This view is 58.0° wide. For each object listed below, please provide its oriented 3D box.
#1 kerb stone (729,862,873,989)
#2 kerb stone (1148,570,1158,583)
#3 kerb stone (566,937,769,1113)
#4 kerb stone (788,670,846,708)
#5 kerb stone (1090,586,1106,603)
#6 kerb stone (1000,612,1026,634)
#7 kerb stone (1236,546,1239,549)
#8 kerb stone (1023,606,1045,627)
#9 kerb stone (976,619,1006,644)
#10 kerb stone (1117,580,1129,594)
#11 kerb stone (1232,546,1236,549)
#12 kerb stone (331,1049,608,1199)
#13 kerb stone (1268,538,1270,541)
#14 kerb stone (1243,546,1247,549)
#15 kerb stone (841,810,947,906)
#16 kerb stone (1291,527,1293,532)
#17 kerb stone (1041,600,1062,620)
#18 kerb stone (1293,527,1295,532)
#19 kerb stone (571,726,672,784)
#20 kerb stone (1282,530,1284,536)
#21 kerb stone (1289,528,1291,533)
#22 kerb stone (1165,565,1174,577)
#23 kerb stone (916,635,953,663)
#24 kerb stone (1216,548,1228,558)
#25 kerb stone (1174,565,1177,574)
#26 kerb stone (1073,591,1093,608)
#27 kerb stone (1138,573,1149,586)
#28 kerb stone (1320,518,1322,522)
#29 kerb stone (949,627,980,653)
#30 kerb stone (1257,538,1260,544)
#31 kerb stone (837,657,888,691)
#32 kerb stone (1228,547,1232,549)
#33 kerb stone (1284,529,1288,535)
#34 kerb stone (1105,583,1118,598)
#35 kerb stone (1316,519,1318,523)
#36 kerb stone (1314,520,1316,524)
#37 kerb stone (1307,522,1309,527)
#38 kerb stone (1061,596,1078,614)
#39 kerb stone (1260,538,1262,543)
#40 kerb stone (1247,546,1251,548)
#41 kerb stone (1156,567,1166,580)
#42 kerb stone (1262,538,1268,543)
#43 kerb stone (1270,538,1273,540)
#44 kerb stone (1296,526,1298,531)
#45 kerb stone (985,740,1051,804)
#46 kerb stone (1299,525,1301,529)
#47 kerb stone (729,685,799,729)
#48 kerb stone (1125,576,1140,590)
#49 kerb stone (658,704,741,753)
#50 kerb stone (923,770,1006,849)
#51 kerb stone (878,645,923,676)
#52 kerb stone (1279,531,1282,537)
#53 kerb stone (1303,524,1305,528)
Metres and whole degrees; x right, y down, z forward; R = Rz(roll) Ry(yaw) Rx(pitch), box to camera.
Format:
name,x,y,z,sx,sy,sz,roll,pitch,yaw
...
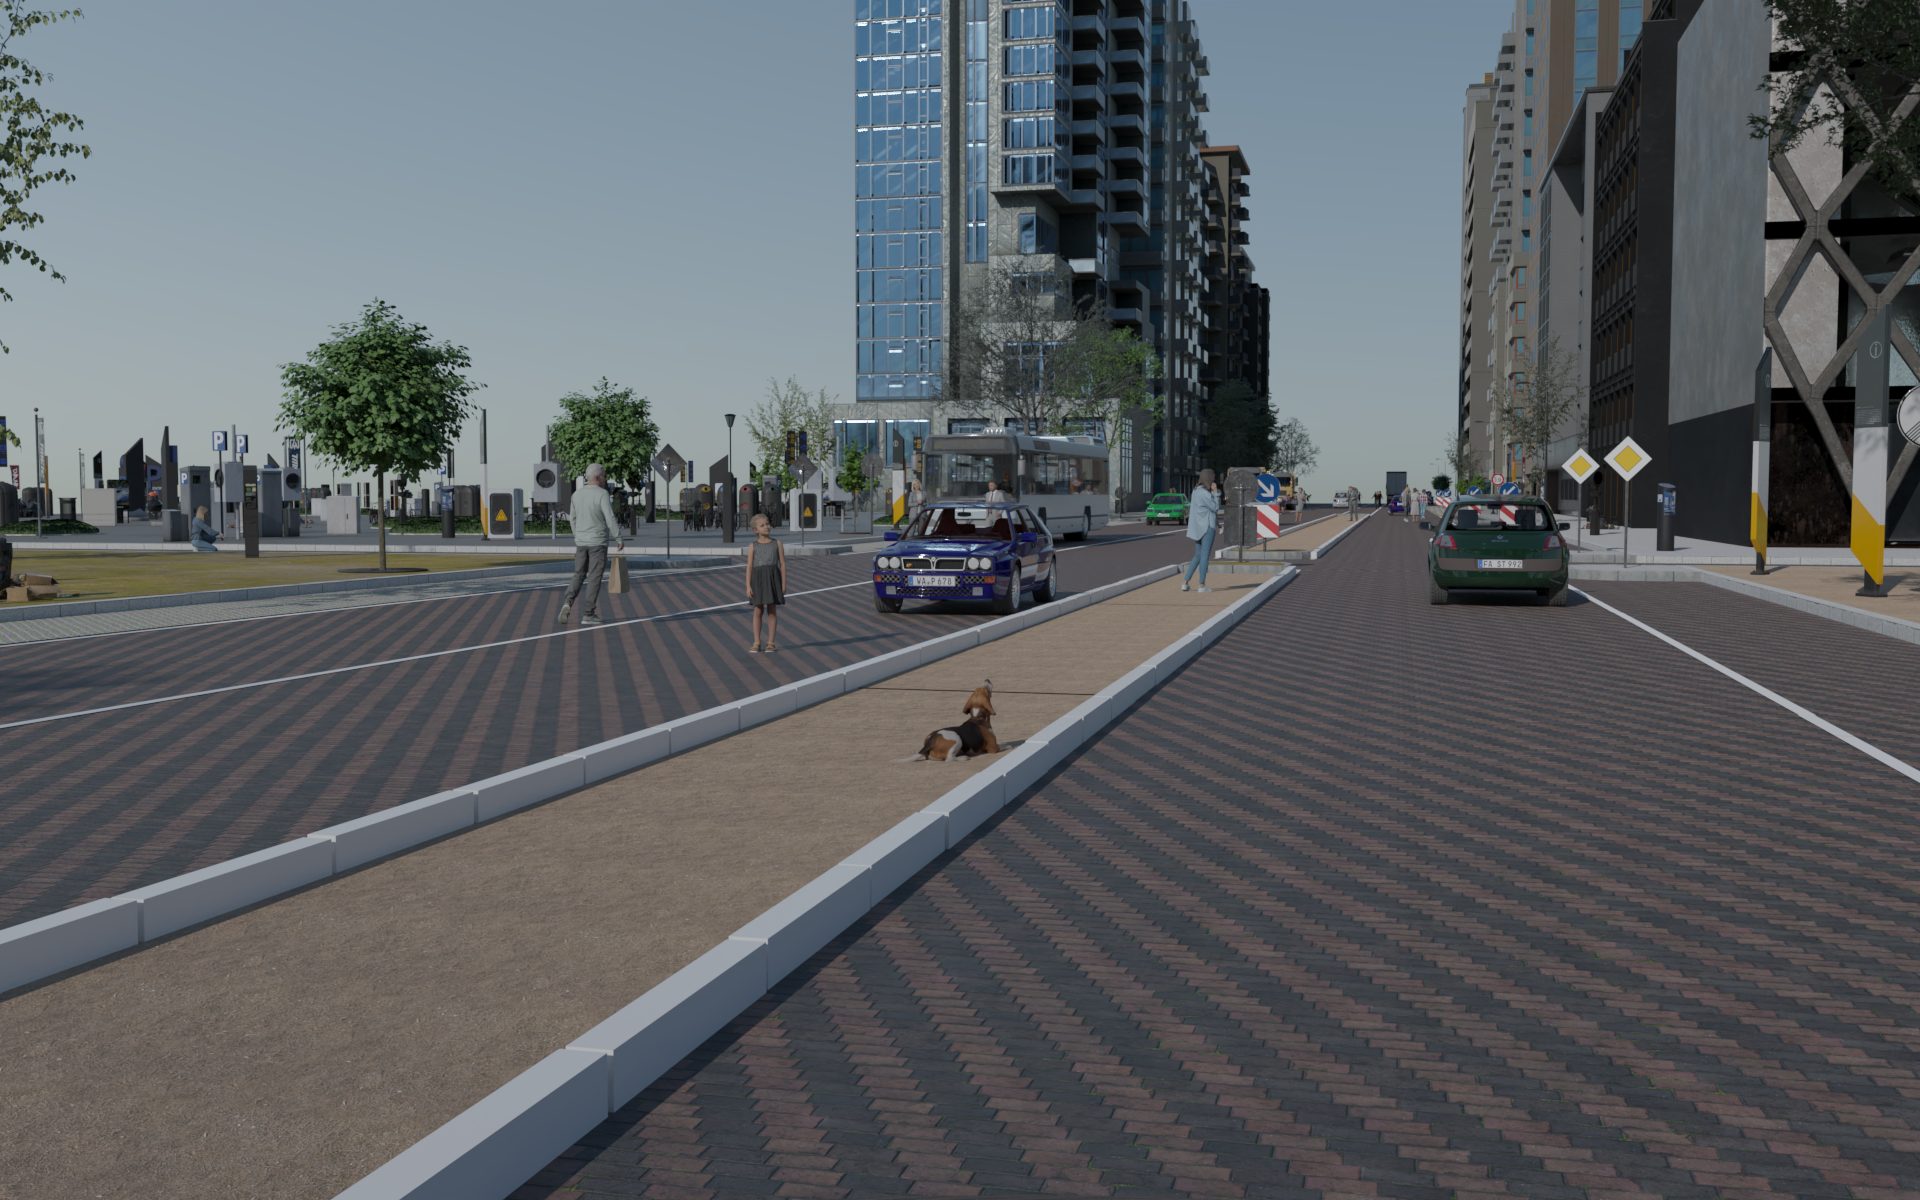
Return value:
name,x,y,z,sx,sy,sz,roll,pitch,yaw
kerb stone,-0.490,1.021,5.497,0.120,0.150,1.000,1,4,14
kerb stone,3.020,-0.343,27.893,0.120,0.150,1.000,1,4,14
kerb stone,-0.737,1.085,4.505,0.120,0.150,1.000,1,4,14
kerb stone,-1.017,0.625,11.976,0.120,0.150,1.000,1,4,14
kerb stone,1.756,-0.043,22.906,0.120,0.150,1.000,1,4,14
kerb stone,0.493,0.261,17.935,0.120,0.150,1.000,1,4,14
kerb stone,6.680,-1.227,42.321,0.120,0.150,1.000,1,4,14
kerb stone,0.747,0.202,18.926,0.120,0.150,1.000,1,4,14
kerb stone,0.254,0.321,16.939,0.120,0.150,1.000,1,4,14
kerb stone,2.261,-0.158,24.898,0.120,0.150,1.000,1,4,14
kerb stone,6.422,-1.170,41.326,0.120,0.150,1.000,1,4,14
kerb stone,-0.991,1.143,3.510,0.120,0.150,1.000,1,4,14
kerb stone,9.186,-1.837,52.250,0.120,0.150,1.000,1,4,14
kerb stone,7.180,-1.352,44.311,0.120,0.150,1.000,1,4,14
kerb stone,-0.242,0.962,6.489,0.120,0.150,1.000,1,4,14
kerb stone,11.962,-2.508,63.194,0.120,0.150,1.000,1,4,14
kerb stone,0.993,0.139,19.919,0.120,0.150,1.000,1,4,14
kerb stone,12.217,-2.569,64.192,0.120,0.150,1.000,1,4,14
kerb stone,-1.770,0.808,8.987,0.120,0.150,1.000,1,4,14
kerb stone,10.696,-2.203,58.218,0.120,0.150,1.000,1,4,14
kerb stone,11.707,-2.446,62.193,0.120,0.150,1.000,1,4,14
kerb stone,3.519,-0.470,29.875,0.120,0.150,1.000,1,4,14
kerb stone,-0.263,0.443,14.954,0.120,0.150,1.000,1,4,14
kerb stone,5.917,-1.048,39.334,0.120,0.150,1.000,1,4,14
kerb stone,3.772,-0.531,30.871,0.120,0.150,1.000,1,4,14
kerb stone,1.501,0.017,21.916,0.120,0.150,1.000,1,4,14
kerb stone,2.762,-0.286,26.891,0.120,0.150,1.000,1,4,14
kerb stone,17.752,-3.900,86.044,0.120,0.150,1.000,1,4,14
kerb stone,-0.015,0.386,15.946,0.120,0.150,1.000,1,4,14
kerb stone,8.188,-1.595,48.280,0.120,0.150,1.000,1,4,14
kerb stone,-0.758,0.564,12.968,0.120,0.150,1.000,1,4,14
kerb stone,6.176,-1.105,40.323,0.120,0.150,1.000,1,4,14
kerb stone,11.208,-2.325,60.208,0.120,0.150,1.000,1,4,14
kerb stone,2.010,-0.105,23.907,0.120,0.150,1.000,1,4,14
kerb stone,16.744,-3.660,82.074,0.120,0.150,1.000,1,4,14
kerb stone,16.247,-3.538,80.092,0.120,0.150,1.000,1,4,14
kerb stone,14.729,-3.173,74.123,0.120,0.150,1.000,1,4,14
kerb stone,1.250,0.083,20.920,0.120,0.150,1.000,1,4,14
kerb stone,8.430,-1.655,49.274,0.120,0.150,1.000,1,4,14
kerb stone,7.432,-1.413,45.302,0.120,0.150,1.000,1,4,14
kerb stone,3.269,-0.409,28.884,0.120,0.150,1.000,1,4,14
kerb stone,8.935,-1.772,51.258,0.120,0.150,1.000,1,4,14
kerb stone,9.438,-1.899,53.249,0.120,0.150,1.000,1,4,14
kerb stone,12.715,-2.690,66.176,0.120,0.150,1.000,1,4,14
kerb stone,0.274,0.843,8.474,0.120,0.150,1.000,1,4,14
kerb stone,13.218,-2.811,68.165,0.120,0.150,1.000,1,4,14
kerb stone,-1.263,0.687,10.972,0.120,0.150,1.000,1,4,14
kerb stone,2.514,-0.226,25.891,0.120,0.150,1.000,1,4,14
kerb stone,-1.518,0.747,9.981,0.120,0.150,1.000,1,4,14
kerb stone,0.019,0.900,7.478,0.120,0.150,1.000,1,4,14
kerb stone,-0.512,0.504,13.960,0.120,0.150,1.000,1,4,14
kerb stone,10.453,-2.142,57.225,0.120,0.150,1.000,1,4,14
kerb stone,13.975,-2.994,71.140,0.120,0.150,1.000,1,4,14
